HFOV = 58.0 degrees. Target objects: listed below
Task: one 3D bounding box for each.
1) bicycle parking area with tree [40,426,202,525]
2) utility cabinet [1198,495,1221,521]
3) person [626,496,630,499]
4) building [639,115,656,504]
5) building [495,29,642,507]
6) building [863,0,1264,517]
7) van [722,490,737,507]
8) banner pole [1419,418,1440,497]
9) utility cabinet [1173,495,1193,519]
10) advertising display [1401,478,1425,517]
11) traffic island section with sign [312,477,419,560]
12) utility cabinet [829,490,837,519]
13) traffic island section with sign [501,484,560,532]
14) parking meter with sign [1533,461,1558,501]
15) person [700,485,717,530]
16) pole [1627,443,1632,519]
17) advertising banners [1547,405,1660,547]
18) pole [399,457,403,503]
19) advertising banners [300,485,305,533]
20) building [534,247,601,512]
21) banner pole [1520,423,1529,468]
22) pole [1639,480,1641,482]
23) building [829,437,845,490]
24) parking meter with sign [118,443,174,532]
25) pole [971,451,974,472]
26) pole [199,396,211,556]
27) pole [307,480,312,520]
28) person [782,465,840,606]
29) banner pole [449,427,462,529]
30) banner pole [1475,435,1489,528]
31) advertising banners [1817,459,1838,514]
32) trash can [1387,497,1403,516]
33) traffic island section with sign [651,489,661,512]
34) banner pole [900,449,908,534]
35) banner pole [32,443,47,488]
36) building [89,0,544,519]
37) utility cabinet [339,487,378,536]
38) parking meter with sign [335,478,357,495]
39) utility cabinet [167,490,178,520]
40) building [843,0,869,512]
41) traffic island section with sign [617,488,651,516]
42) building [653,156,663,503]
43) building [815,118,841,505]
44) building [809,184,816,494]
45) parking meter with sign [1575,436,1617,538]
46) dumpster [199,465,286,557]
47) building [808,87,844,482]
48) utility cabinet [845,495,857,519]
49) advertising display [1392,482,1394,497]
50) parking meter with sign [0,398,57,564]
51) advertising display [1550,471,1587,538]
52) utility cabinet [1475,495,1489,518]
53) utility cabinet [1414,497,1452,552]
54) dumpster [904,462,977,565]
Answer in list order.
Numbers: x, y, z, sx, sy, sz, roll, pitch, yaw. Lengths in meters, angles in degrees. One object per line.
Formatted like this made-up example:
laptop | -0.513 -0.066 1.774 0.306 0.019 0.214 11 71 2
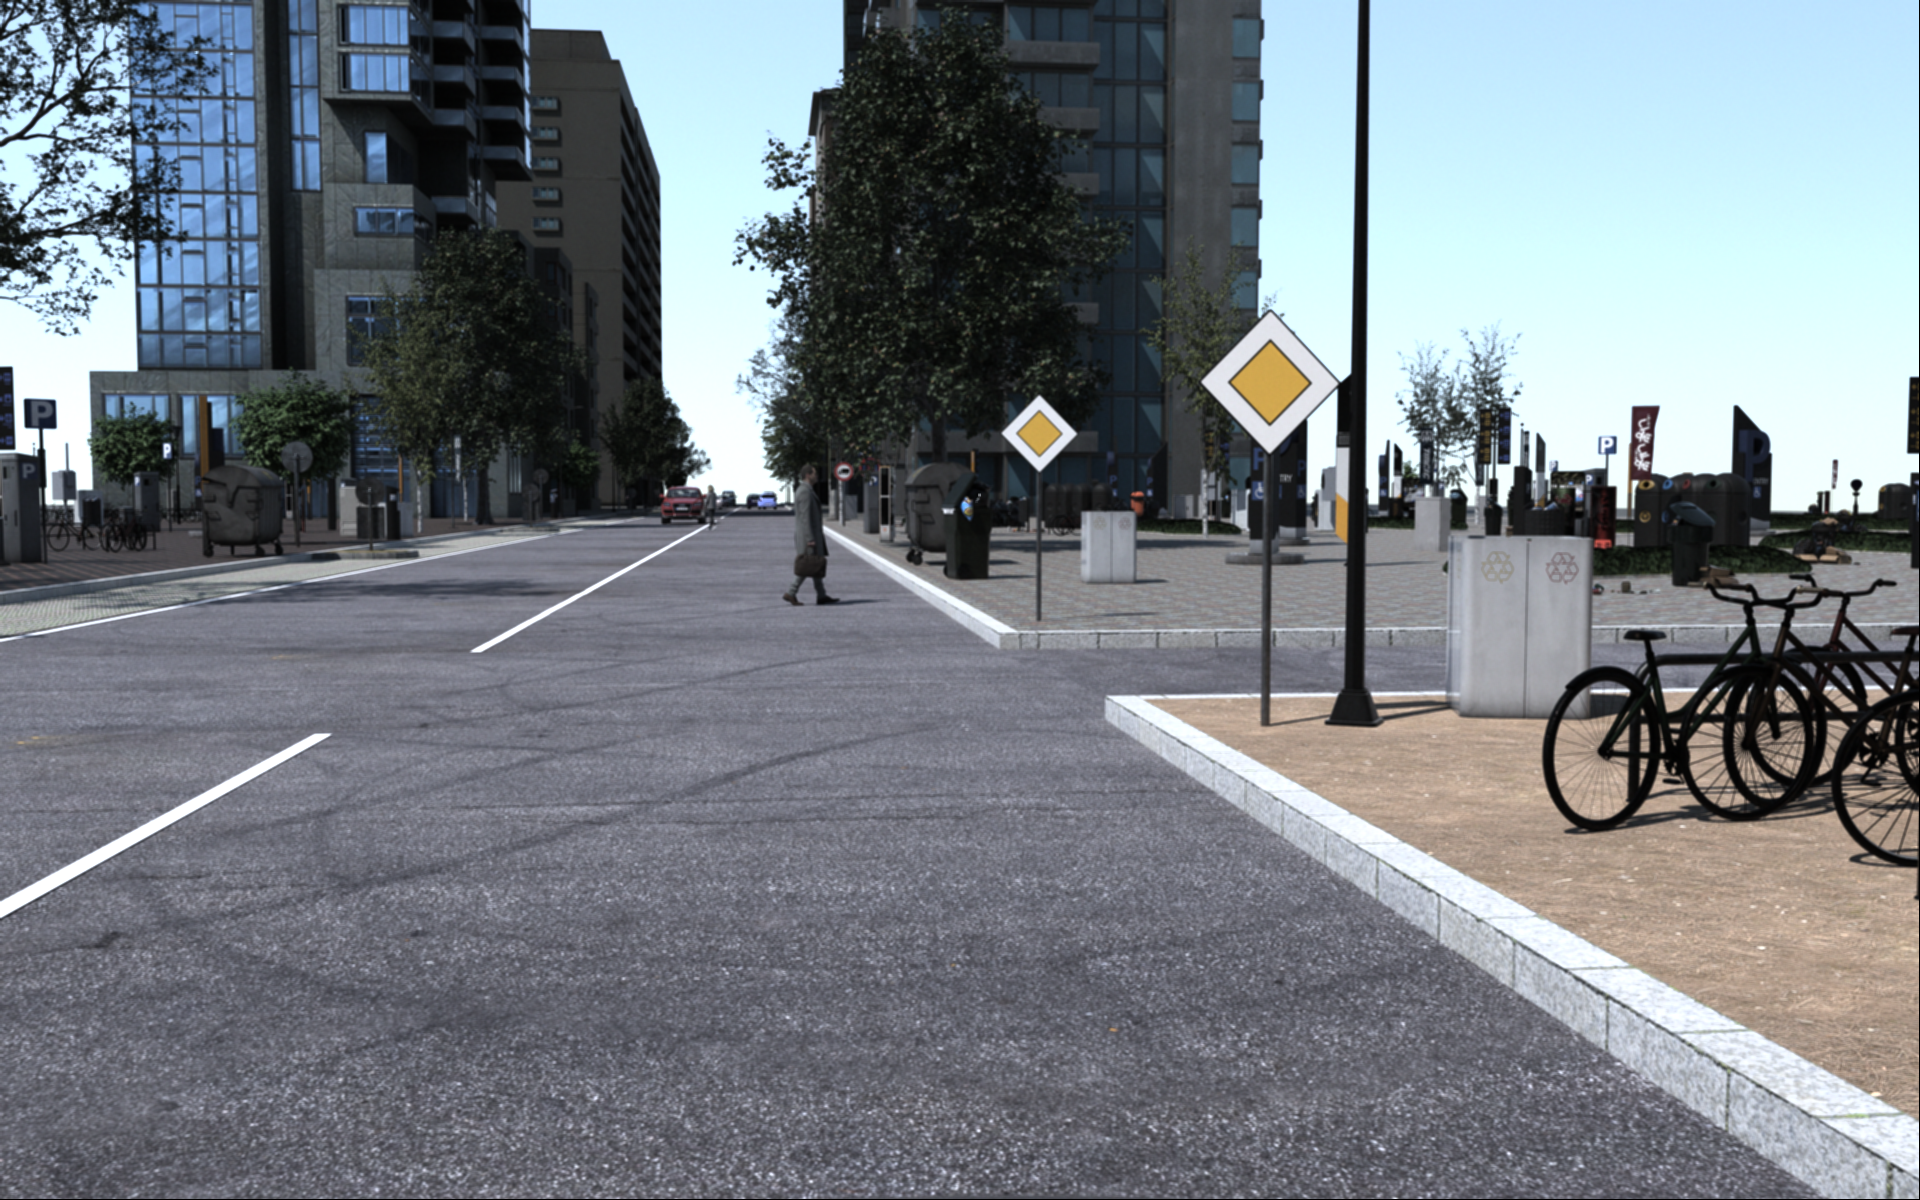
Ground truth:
bicycle parking area with tree | -35.013 -5.386 75.057 9.016 4.147 8.231 -2 4 -30
utility cabinet | 11.654 -4.259 80.803 1.020 1.237 0.306 1 4 19
person | -32.706 -9.962 171.244 0.599 1.838 0.709 3 5 44
building | -48.307 -35.645 206.502 21.300 48.544 21.600 0 4 -6
building | -46.078 -34.334 185.057 21.300 48.544 21.600 0 4 -6
building | 5.518 -29.899 108.450 23.786 49.044 30.456 0 4 -6
van | -26.351 -11.628 197.129 2.013 2.044 4.112 0 4 -7
banner pole | 15.507 -4.098 57.025 0.863 3.779 0.401 -1 4 -9
utility cabinet | 11.613 -4.827 90.075 1.020 1.237 0.306 -1 4 -10
advertising display | 17.840 -3.852 68.201 0.974 1.923 0.123 -1 4 -15
traffic island section with sign | -13.177 -1.830 38.556 1.989 1.847 2.006 0 4 -6
utility cabinet | -6.419 -4.897 88.741 0.318 1.500 1.173 1 4 11
traffic island section with sign | -16.183 -3.469 65.344 1.989 1.847 2.006 0 4 -6
parking meter with sign | 30.246 -5.750 90.272 1.738 3.016 0.543 -1 4 -20
person | -9.973 -3.693 69.065 0.728 1.800 0.709 3 5 44
pole | 26.991 -4.643 69.754 0.158 3.312 0.155 0 3 0
advertising banners | 12.815 -2.346 34.552 2.074 3.025 0.090 1 4 22
pole | -28.638 -5.804 88.746 0.158 3.312 0.155 0 3 0
advertising banners | -21.931 -3.769 57.806 0.090 3.025 2.074 -2 4 -24
building | -43.416 -17.703 134.475 27.650 21.520 28.899 0 4 -6
banner pole | 19.706 -4.313 60.527 0.401 3.779 0.863 0 4 -5
pole | 24.541 -4.193 62.399 0.158 3.312 0.155 0 3 0
building | -7.389 -25.503 188.677 14.160 30.474 14.107 0 4 -6
parking meter with sign | -27.379 -3.792 58.261 0.543 3.016 1.738 2 4 35
pole | 0.610 -5.451 82.969 0.158 3.312 0.155 0 3 0
pole | -15.678 -2.576 35.967 0.158 3.312 0.155 0 3 0
pole | -32.527 -5.672 86.584 0.158 3.312 0.155 0 3 0
person | -1.920 -0.841 22.355 0.767 1.812 0.694 -1 4 -9
banner pole | -18.752 -4.550 64.410 0.863 3.779 0.401 3 5 42
banner pole | 19.506 -4.561 64.586 0.863 3.779 0.401 -2 4 -31
advertising banners | 44.344 -5.649 88.555 0.090 3.025 2.074 0 4 2
trash can | 18.636 -3.816 74.042 0.748 1.137 0.748 0 3 0
traffic island section with sign | -24.813 -8.161 142.067 1.989 1.847 2.006 0 4 -6
banner pole | -1.702 -3.990 55.254 0.401 3.779 0.863 0 4 -3
banner pole | -44.892 -5.775 84.444 0.401 3.779 0.863 2 4 25
building | -36.746 -48.346 103.127 22.319 86.520 31.000 0 4 -6
utility cabinet | -18.094 -2.661 52.185 1.173 1.500 0.318 1 4 15
parking meter with sign | -29.081 -5.275 82.503 0.543 3.016 1.738 2 4 32
utility cabinet | -39.270 -4.758 86.472 0.318 1.500 1.173 -1 4 -11
building | -1.809 -27.357 130.878 14.154 41.232 14.086 0 4 -6
traffic island section with sign | -21.794 -6.523 115.281 1.989 1.847 2.006 0 4 -6
building | -50.777 -37.000 228.648 21.300 48.544 21.600 0 4 -6
building | -9.071 -33.793 202.632 14.600 45.320 14.200 0 4 -6
building | -14.127 -36.347 244.378 14.600 45.320 14.200 0 4 -6
parking meter with sign | 18.846 -3.384 51.583 1.738 3.016 0.543 -3 5 -42
dumpster | -14.800 -1.835 35.754 1.264 1.857 1.865 0 4 -6
building | -4.793 -38.813 223.823 28.713 52.752 27.495 0 4 -6
utility cabinet | -5.878 -4.853 90.514 1.020 1.237 0.306 -2 4 -30
advertising display | 23.479 -5.381 93.189 0.123 1.923 0.974 3 4 36
parking meter with sign | -17.487 -2.203 32.274 1.738 3.016 0.543 3 4 37
advertising display | 17.050 -2.653 48.591 0.974 1.923 0.123 3 4 39
utility cabinet | 28.151 -4.996 92.843 1.020 1.237 0.306 0 4 5
utility cabinet | 10.618 -1.697 38.902 0.306 1.237 1.020 -1 4 -18
dumpster | -0.335 -1.592 31.781 1.264 1.857 1.865 0 4 -7
